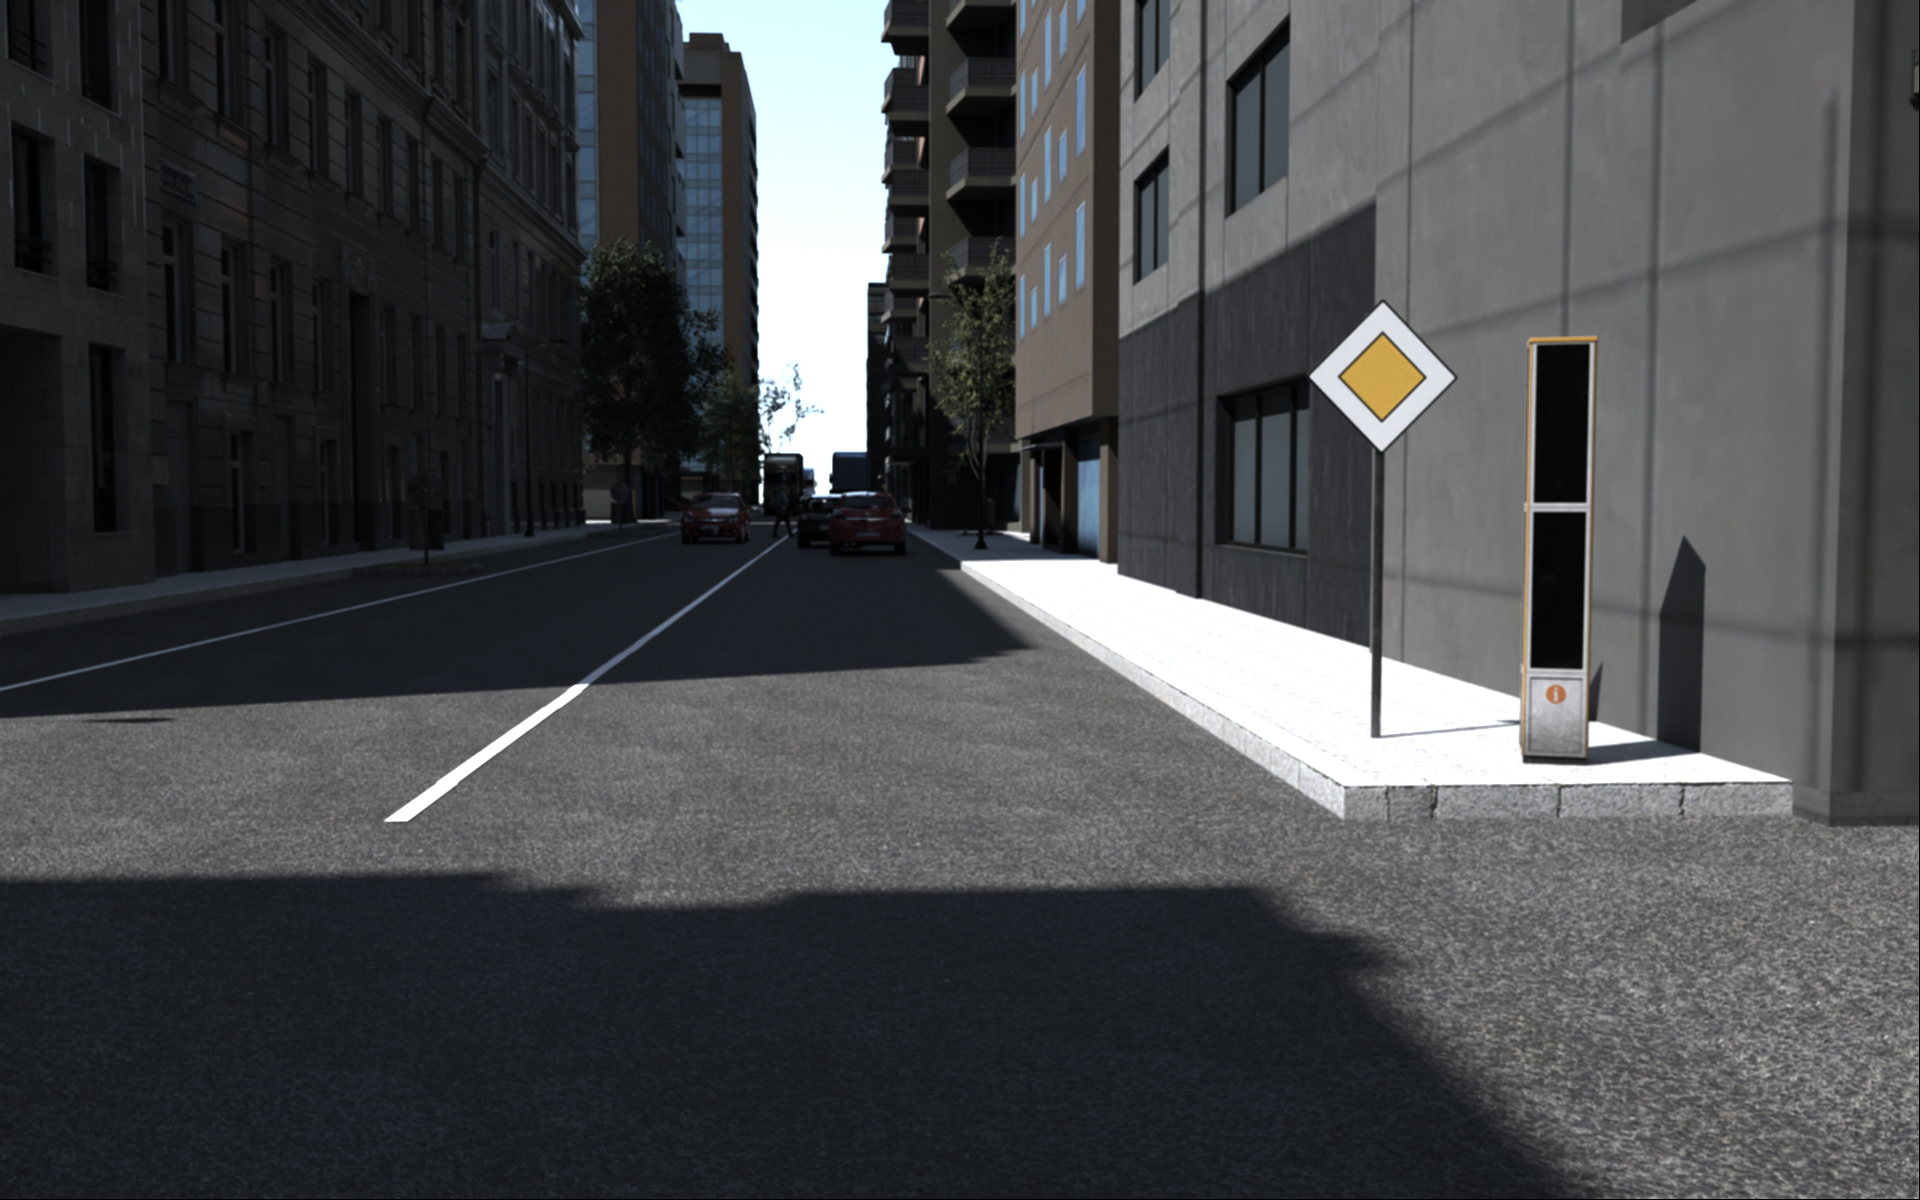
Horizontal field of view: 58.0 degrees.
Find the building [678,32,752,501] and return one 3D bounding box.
[{"bbox_3d":[-28.175,-31.957,172.602,14.600,45.320,14.200,0,4,-4],"label":"building"}]

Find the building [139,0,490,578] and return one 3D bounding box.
[{"bbox_3d":[-18.663,-14.649,36.781,12.463,27.353,25.104,0,4,-4],"label":"building"}]

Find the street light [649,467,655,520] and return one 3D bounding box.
[{"bbox_3d":[-14.612,-6.878,84.997,1.470,5.913,1.316,0,4,-4],"label":"street light"}]

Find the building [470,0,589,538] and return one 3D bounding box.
[{"bbox_3d":[-20.725,-16.717,59.220,13.634,28.700,20.117,0,4,-4],"label":"building"}]

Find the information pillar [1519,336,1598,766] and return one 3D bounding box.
[{"bbox_3d":[2.857,-0.232,8.288,0.304,2.012,0.304,1,4,16],"label":"information pillar"}]

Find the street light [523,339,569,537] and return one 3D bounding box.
[{"bbox_3d":[-12.406,-4.854,51.909,1.470,5.913,1.316,0,4,-4],"label":"street light"}]

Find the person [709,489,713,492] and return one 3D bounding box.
[{"bbox_3d":[-13.816,-5.278,95.524,0.721,1.735,1.217,0,4,1],"label":"person"}]

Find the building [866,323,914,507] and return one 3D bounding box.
[{"bbox_3d":[2.329,-22.647,215.322,27.650,21.520,28.899,0,4,-4],"label":"building"}]

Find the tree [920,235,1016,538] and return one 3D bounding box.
[{"bbox_3d":[0.697,-6.113,50.316,4.737,8.622,4.395,0,3,0],"label":"tree"}]

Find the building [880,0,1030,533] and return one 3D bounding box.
[{"bbox_3d":[7.986,-25.389,69.738,22.147,44.769,28.867,0,4,-4],"label":"building"}]

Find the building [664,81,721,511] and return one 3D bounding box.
[{"bbox_3d":[-35.406,-27.128,135.416,32.217,40.220,23.993,0,4,-4],"label":"building"}]

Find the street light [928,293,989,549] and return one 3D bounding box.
[{"bbox_3d":[-0.050,-4.140,40.231,1.470,5.913,1.316,0,4,-4],"label":"street light"}]

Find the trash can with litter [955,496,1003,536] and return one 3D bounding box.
[{"bbox_3d":[0.535,-2.607,53.687,1.678,1.210,2.233,3,5,41],"label":"trash can with litter"}]

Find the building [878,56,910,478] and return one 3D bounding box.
[{"bbox_3d":[3.270,-34.567,184.774,23.786,49.044,30.456,0,4,-4],"label":"building"}]

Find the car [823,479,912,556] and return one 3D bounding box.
[{"bbox_3d":[-2.233,-2.006,41.842,2.155,1.783,4.494,0,4,-3],"label":"car"}]

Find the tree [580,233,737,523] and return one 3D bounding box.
[{"bbox_3d":[-14.687,-9.739,76.241,9.611,12.733,9.660,0,3,0],"label":"tree"}]

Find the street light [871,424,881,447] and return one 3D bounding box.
[{"bbox_3d":[-4.968,-8.706,114.876,1.470,5.913,1.316,0,4,-4],"label":"street light"}]

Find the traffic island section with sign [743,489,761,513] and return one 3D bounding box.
[{"bbox_3d":[-16.471,-7.701,134.535,1.989,1.847,2.006,0,4,-4],"label":"traffic island section with sign"}]

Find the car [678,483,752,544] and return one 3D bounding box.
[{"bbox_3d":[-7.238,-2.595,51.467,2.155,1.783,4.494,0,4,-3],"label":"car"}]

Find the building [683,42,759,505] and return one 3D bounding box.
[{"bbox_3d":[-33.424,-34.640,190.063,21.300,48.544,21.600,0,4,-4],"label":"building"}]

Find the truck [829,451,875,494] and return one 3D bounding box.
[{"bbox_3d":[-6.679,-6.959,103.545,2.967,4.110,18.799,0,4,-2],"label":"truck"}]

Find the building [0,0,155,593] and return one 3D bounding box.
[{"bbox_3d":[-16.334,-9.855,15.885,10.420,20.320,16.860,0,4,-4],"label":"building"}]

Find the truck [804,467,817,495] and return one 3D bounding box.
[{"bbox_3d":[-16.084,-11.584,179.154,2.967,4.110,18.799,0,4,-4],"label":"truck"}]

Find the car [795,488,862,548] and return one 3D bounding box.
[{"bbox_3d":[-3.508,-2.285,47.149,2.009,1.686,4.222,0,4,-3],"label":"car"}]

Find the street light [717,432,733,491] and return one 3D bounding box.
[{"bbox_3d":[-17.601,-9.599,129.479,1.470,5.913,1.316,0,4,-4],"label":"street light"}]

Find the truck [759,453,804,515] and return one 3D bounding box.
[{"bbox_3d":[-12.244,-8.027,120.150,2.839,4.237,11.283,0,4,-3],"label":"truck"}]

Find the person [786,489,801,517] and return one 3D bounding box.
[{"bbox_3d":[-10.425,-5.983,107.006,1.217,1.739,0.721,-1,4,-19],"label":"person"}]

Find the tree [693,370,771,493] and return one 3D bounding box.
[{"bbox_3d":[-21.179,-14.695,158.392,7.486,12.596,7.792,0,3,0],"label":"tree"}]

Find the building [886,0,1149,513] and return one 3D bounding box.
[{"bbox_3d":[4.051,-43.465,148.903,20.563,71.187,20.611,0,4,-4],"label":"building"}]

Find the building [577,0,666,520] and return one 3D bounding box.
[{"bbox_3d":[-22.794,-26.858,89.231,14.600,45.320,14.200,0,4,-4],"label":"building"}]

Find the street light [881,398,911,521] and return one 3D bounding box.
[{"bbox_3d":[-2.947,-6.795,83.636,1.470,5.913,1.316,0,4,-4],"label":"street light"}]

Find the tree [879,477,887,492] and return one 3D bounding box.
[{"bbox_3d":[-6.740,-10.629,168.388,1.663,3.219,1.824,0,3,0],"label":"tree"}]

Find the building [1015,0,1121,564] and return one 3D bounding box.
[{"bbox_3d":[8.805,-23.698,37.569,14.600,45.320,14.200,0,4,-4],"label":"building"}]

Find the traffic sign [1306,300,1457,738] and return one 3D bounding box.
[{"bbox_3d":[2.187,-0.331,9.061,0.795,2.450,0.064,0,4,-4],"label":"traffic sign"}]

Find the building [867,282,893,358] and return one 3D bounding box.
[{"bbox_3d":[-5.650,-28.429,236.518,14.160,30.474,14.107,0,4,-4],"label":"building"}]

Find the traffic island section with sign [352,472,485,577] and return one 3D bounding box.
[{"bbox_3d":[-9.614,-1.365,30.952,1.989,1.847,2.006,0,4,-4],"label":"traffic island section with sign"}]

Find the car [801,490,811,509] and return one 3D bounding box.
[{"bbox_3d":[-13.053,-7.925,138.249,2.281,1.827,5.304,0,4,-5],"label":"car"}]

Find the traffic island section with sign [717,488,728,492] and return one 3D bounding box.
[{"bbox_3d":[-14.684,-6.049,107.526,1.989,1.847,2.006,0,4,-4],"label":"traffic island section with sign"}]

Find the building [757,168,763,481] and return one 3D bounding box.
[{"bbox_3d":[-36.588,-36.535,216.962,23.786,49.044,30.456,0,4,-4],"label":"building"}]

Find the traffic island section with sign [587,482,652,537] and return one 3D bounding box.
[{"bbox_3d":[-11.413,-3.033,58.215,1.989,1.847,2.006,0,4,-4],"label":"traffic island section with sign"}]

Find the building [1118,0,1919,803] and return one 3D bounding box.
[{"bbox_3d":[13.350,-35.343,16.112,20.611,71.187,20.563,0,4,-4],"label":"building"}]

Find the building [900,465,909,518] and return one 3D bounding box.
[{"bbox_3d":[12.866,-24.829,97.837,32.217,40.220,23.993,0,4,-4],"label":"building"}]

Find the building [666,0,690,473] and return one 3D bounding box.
[{"bbox_3d":[-31.900,-31.805,109.257,28.713,52.752,27.495,0,4,-4],"label":"building"}]

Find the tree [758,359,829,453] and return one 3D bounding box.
[{"bbox_3d":[-25.096,-23.607,241.864,12.611,20.169,13.585,0,3,0],"label":"tree"}]

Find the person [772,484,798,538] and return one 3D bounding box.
[{"bbox_3d":[-5.775,-2.944,57.039,0.834,1.777,0.661,1,4,9],"label":"person"}]
